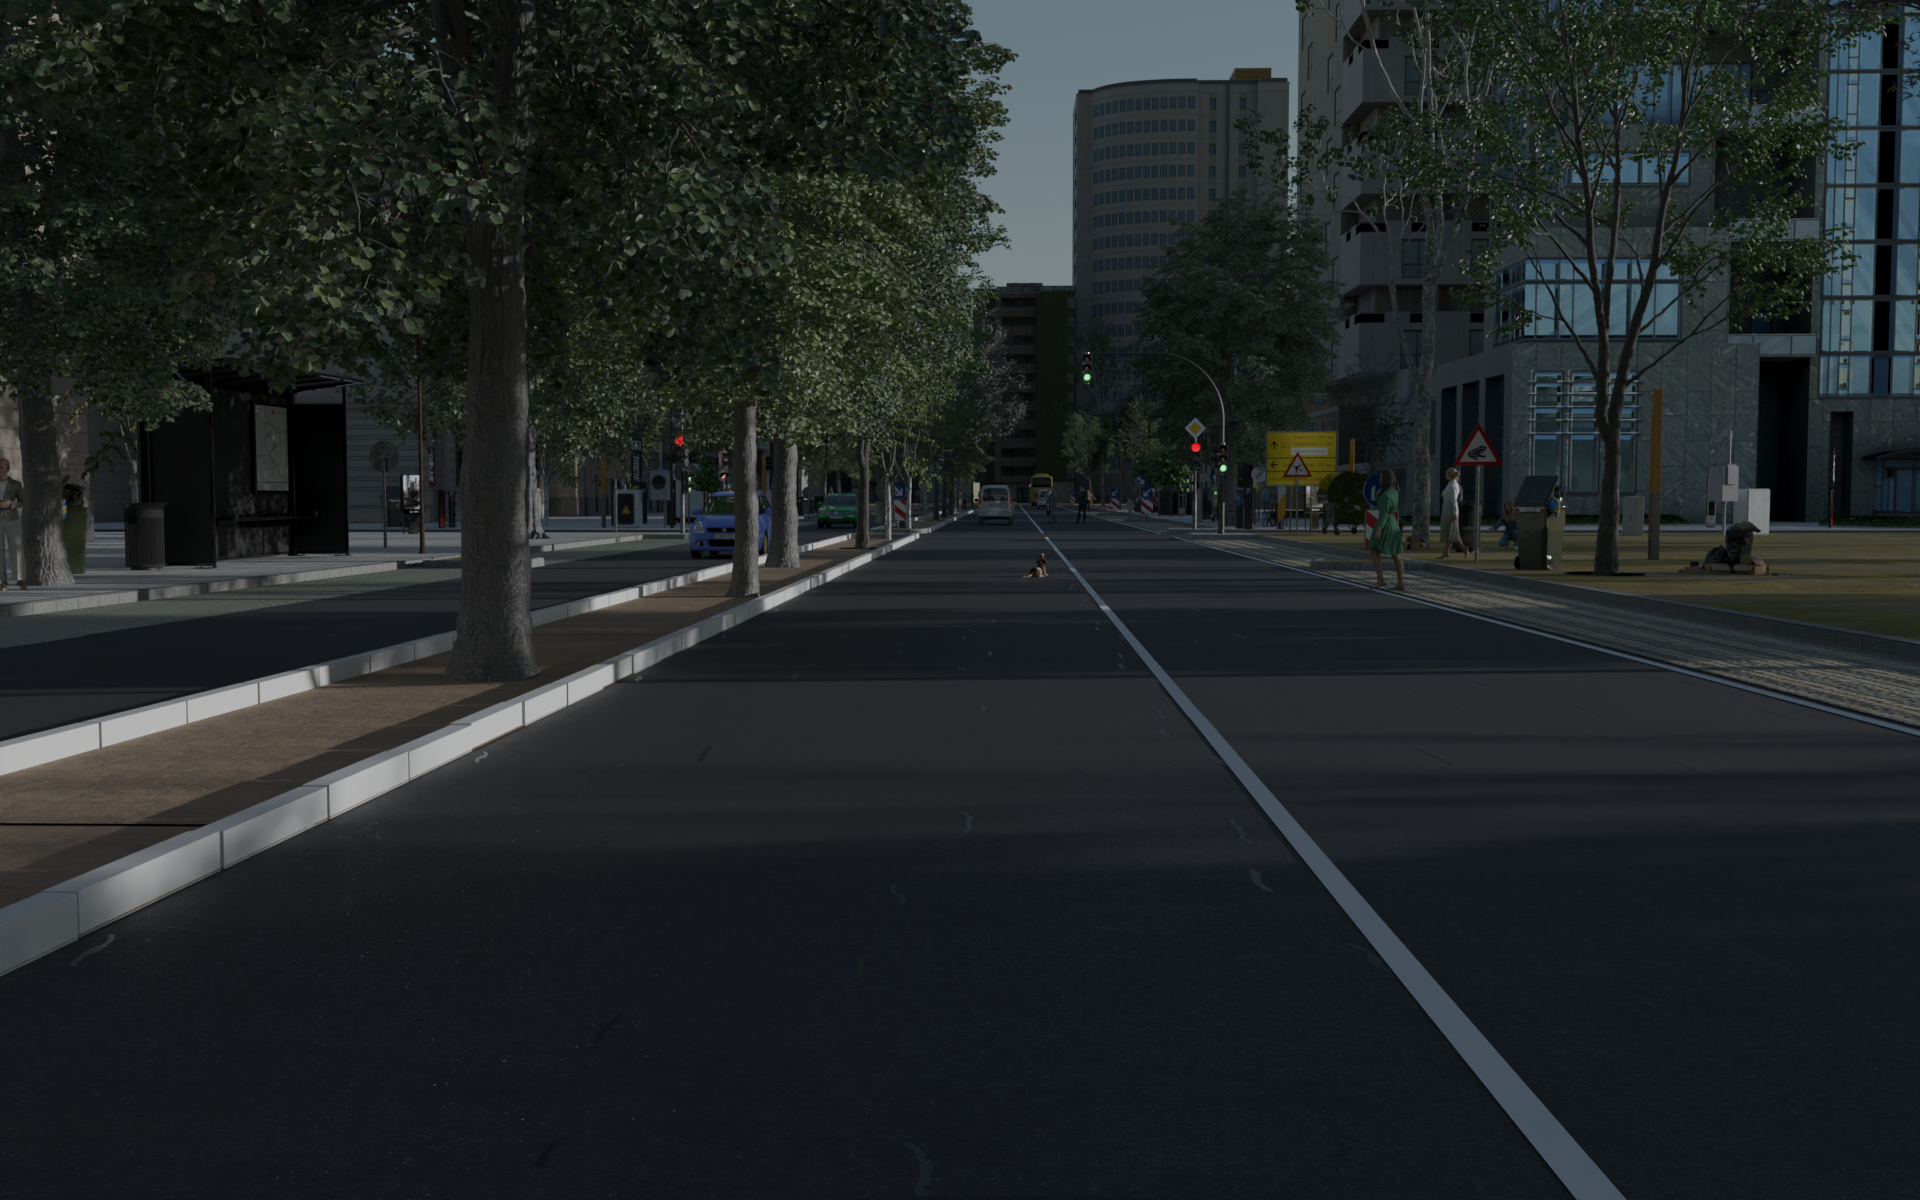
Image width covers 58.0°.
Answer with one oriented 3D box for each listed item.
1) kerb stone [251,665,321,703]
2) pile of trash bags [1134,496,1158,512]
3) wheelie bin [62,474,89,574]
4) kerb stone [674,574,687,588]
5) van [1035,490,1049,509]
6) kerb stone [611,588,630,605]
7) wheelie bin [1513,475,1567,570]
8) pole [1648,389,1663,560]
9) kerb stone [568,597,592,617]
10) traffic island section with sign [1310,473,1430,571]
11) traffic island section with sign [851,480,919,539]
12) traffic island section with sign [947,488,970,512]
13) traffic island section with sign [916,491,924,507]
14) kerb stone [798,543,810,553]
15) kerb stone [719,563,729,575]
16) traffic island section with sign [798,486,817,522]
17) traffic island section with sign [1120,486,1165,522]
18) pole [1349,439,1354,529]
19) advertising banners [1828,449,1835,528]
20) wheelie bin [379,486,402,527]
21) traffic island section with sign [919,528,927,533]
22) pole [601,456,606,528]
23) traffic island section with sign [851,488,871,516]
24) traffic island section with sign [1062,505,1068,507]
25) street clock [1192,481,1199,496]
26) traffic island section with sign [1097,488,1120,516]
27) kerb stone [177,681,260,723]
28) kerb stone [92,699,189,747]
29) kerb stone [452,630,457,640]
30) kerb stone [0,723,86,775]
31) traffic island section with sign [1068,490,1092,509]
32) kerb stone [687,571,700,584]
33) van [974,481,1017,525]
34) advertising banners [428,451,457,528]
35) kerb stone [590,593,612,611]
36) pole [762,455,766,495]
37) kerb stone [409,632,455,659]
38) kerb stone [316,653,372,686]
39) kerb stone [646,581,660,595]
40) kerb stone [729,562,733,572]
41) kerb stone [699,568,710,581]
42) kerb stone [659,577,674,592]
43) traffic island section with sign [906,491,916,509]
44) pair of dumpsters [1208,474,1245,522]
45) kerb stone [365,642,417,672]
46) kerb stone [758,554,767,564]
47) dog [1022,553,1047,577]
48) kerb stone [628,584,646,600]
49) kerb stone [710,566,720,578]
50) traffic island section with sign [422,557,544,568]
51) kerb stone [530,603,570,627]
[{"bbox_3d":[-4.806,0.607,12.277,0.120,0.150,1.000,0,4,2],"label":"kerb stone"},{"bbox_3d":[14.306,-7.010,124.357,3.447,1.369,1.912,-1,4,-17],"label":"pile of trash bags"},{"bbox_3d":[-14.417,-1.218,27.819,0.980,1.594,0.693,3,5,44],"label":"wheelie bin"},{"bbox_3d":[-4.392,-0.271,26.630,0.120,0.150,1.000,0,4,2],"label":"kerb stone"},{"bbox_3d":[8.132,-9.638,164.594,2.013,2.044,4.112,0,4,2],"label":"van"},{"bbox_3d":[-4.504,-0.017,22.539,0.120,0.150,1.000,0,4,2],"label":"kerb stone"},{"bbox_3d":[9.832,-1.314,29.397,0.693,1.594,0.980,-3,4,-38],"label":"wheelie bin"},{"bbox_3d":[13.523,-2.436,33.679,0.158,3.312,0.155,0,3,0],"label":"pole"},{"bbox_3d":[-4.565,0.104,20.491,0.120,0.150,1.000,0,4,2],"label":"kerb stone"},{"bbox_3d":[7.766,-1.495,33.067,1.989,1.847,2.006,0,4,2],"label":"traffic island section with sign"},{"bbox_3d":[-2.470,-2.944,56.269,2.006,1.907,1.989,0,4,2],"label":"traffic island section with sign"},{"bbox_3d":[-0.068,-7.990,138.780,2.006,1.907,1.989,0,4,2],"label":"traffic island section with sign"},{"bbox_3d":[-4.699,-11.319,193.692,1.989,1.847,2.006,0,4,2],"label":"traffic island section with sign"},{"bbox_3d":[-3.912,-1.270,42.987,0.120,0.150,1.000,0,4,2],"label":"kerb stone"},{"bbox_3d":[-4.277,-0.520,30.725,0.120,0.150,1.000,0,4,2],"label":"kerb stone"},{"bbox_3d":[-7.749,-4.903,88.791,1.989,1.847,2.006,0,4,2],"label":"traffic island section with sign"},{"bbox_3d":[9.361,-4.872,88.285,1.989,1.847,2.006,0,4,2],"label":"traffic island section with sign"},{"bbox_3d":[14.447,-4.285,63.896,0.158,3.312,0.155,0,3,0],"label":"pole"},{"bbox_3d":[32.876,-4.226,65.278,0.090,3.025,2.074,2,4,29],"label":"advertising banners"},{"bbox_3d":[-22.152,-3.640,67.417,0.693,1.594,0.980,3,5,45],"label":"wheelie bin"},{"bbox_3d":[-2.245,-3.397,63.673,2.006,1.907,1.989,0,4,2],"label":"traffic island section with sign"},{"bbox_3d":[-13.543,-4.398,65.758,0.158,3.312,0.155,0,3,0],"label":"pole"},{"bbox_3d":[-6.961,-6.565,115.960,1.989,1.847,2.006,0,4,2],"label":"traffic island section with sign"},{"bbox_3d":[12.403,-11.268,192.854,1.989,1.847,2.006,0,4,2],"label":"traffic island section with sign"},{"bbox_3d":[12.828,-5.511,94.675,0.471,2.002,0.358,0,4,-2],"label":"street clock"},{"bbox_3d":[10.168,-6.540,115.563,1.989,1.847,2.006,0,4,2],"label":"traffic island section with sign"},{"bbox_3d":[-4.839,0.669,11.251,0.120,0.150,1.000,0,4,2],"label":"kerb stone"},{"bbox_3d":[-4.866,0.732,10.230,0.120,0.150,1.000,0,4,2],"label":"kerb stone"},{"bbox_3d":[-4.685,0.358,16.385,0.120,0.150,1.000,0,4,2],"label":"kerb stone"},{"bbox_3d":[-4.899,0.794,9.207,0.120,0.150,1.000,0,4,2],"label":"kerb stone"},{"bbox_3d":[11.612,-9.605,165.672,1.989,1.847,2.006,0,4,2],"label":"traffic island section with sign"},{"bbox_3d":[-4.348,-0.334,27.652,0.120,0.150,1.000,0,4,2],"label":"kerb stone"},{"bbox_3d":[1.674,-4.561,81.577,2.013,2.044,4.112,0,4,1],"label":"van"},{"bbox_3d":[-19.514,-4.222,65.214,0.090,3.025,2.074,1,4,12],"label":"advertising banners"},{"bbox_3d":[-4.536,0.041,21.518,0.120,0.150,1.000,0,4,2],"label":"kerb stone"},{"bbox_3d":[-10.173,-5.868,89.787,0.158,3.312,0.155,0,3,0],"label":"pole"},{"bbox_3d":[-4.721,0.418,15.363,0.120,0.150,1.000,0,4,2],"label":"kerb stone"},{"bbox_3d":[-4.780,0.544,13.301,0.120,0.150,1.000,0,4,2],"label":"kerb stone"},{"bbox_3d":[-4.457,-0.146,24.588,0.120,0.150,1.000,0,4,2],"label":"kerb stone"},{"bbox_3d":[-4.246,-0.583,31.747,0.120,0.150,1.000,0,4,2],"label":"kerb stone"},{"bbox_3d":[-4.324,-0.397,28.681,0.120,0.150,1.000,0,4,2],"label":"kerb stone"},{"bbox_3d":[-4.419,-0.207,25.609,0.120,0.150,1.000,0,4,2],"label":"kerb stone"},{"bbox_3d":[-5.507,-9.627,166.034,1.989,1.847,2.006,0,4,2],"label":"traffic island section with sign"},{"bbox_3d":[12.298,-4.660,78.692,1.574,2.255,4.437,0,4,2],"label":"pair of dumpsters"},{"bbox_3d":[-4.749,0.482,14.330,0.120,0.150,1.000,0,4,2],"label":"kerb stone"},{"bbox_3d":[-4.117,-0.827,35.833,0.120,0.150,1.000,0,4,2],"label":"kerb stone"},{"bbox_3d":[1.284,-0.605,30.090,0.748,0.427,0.550,-2,4,-27],"label":"dog"},{"bbox_3d":[-4.474,-0.083,23.566,0.120,0.150,1.000,0,4,2],"label":"kerb stone"},{"bbox_3d":[-4.305,-0.459,29.703,0.120,0.150,1.000,0,4,2],"label":"kerb stone"},{"bbox_3d":[-9.333,-1.565,34.219,1.989,1.847,2.006,0,4,2],"label":"traffic island section with sign"},{"bbox_3d":[-4.604,0.169,19.469,0.120,0.150,1.000,0,4,2],"label":"kerb stone"}]
